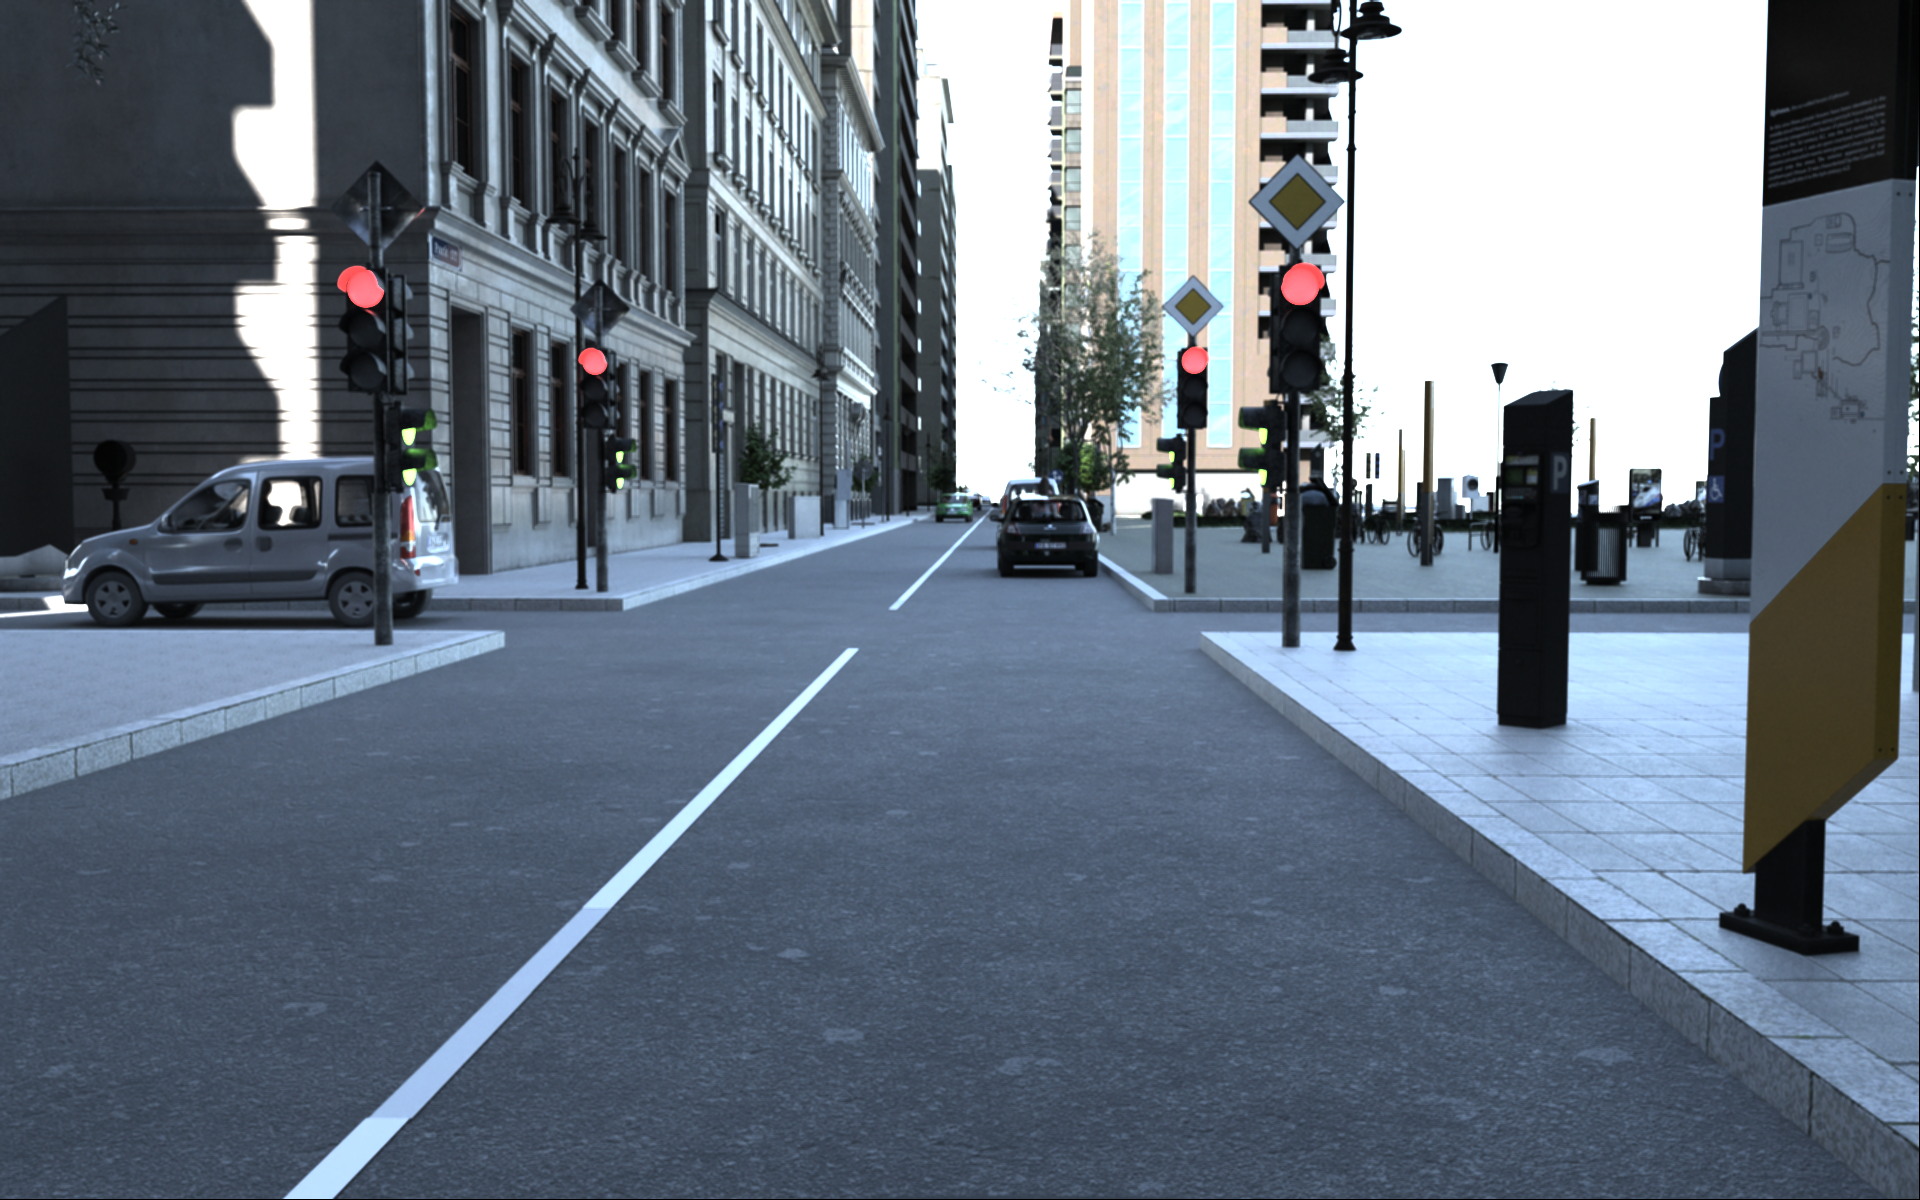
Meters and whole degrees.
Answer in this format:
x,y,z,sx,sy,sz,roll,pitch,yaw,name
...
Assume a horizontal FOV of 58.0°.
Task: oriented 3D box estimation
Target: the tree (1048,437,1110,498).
x,y,z,sx,sy,sz,roll,pitch,yaw,name
6.144,-6.534,90.545,4.285,4.588,4.351,0,3,0,tree

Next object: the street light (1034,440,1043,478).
x,y,z,sx,sy,sz,roll,pitch,yaw,name
6.655,-10.465,143.891,0.468,5.910,1.993,0,4,2,street light

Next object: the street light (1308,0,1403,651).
x,y,z,sx,sy,sz,roll,pitch,yaw,name
3.166,-2.525,14.076,0.468,5.910,1.993,0,4,2,street light

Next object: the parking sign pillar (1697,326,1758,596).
x,y,z,sx,sy,sz,roll,pitch,yaw,name
10.321,-2.067,22.271,1.447,3.967,1.447,-1,4,-10,parking sign pillar

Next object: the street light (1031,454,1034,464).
x,y,z,sx,sy,sz,roll,pitch,yaw,name
7.564,-12.264,173.303,0.468,5.910,1.993,0,4,2,street light

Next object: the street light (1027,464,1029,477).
x,y,z,sx,sy,sz,roll,pitch,yaw,name
8.161,-13.696,196.715,0.468,5.910,1.993,0,4,2,street light

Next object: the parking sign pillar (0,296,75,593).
x,y,z,sx,sy,sz,roll,pitch,yaw,name
-12.593,-2.121,23.147,1.447,3.967,1.447,2,4,27,parking sign pillar

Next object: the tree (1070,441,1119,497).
x,y,z,sx,sy,sz,roll,pitch,yaw,name
4.569,-4.074,61.214,1.663,3.219,1.824,0,3,0,tree

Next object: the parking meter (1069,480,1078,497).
x,y,z,sx,sy,sz,roll,pitch,yaw,name
4.750,-4.086,72.510,0.255,1.863,0.399,2,4,30,parking meter

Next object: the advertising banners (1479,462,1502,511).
x,y,z,sx,sy,sz,roll,pitch,yaw,name
28.872,-6.007,94.406,2.074,3.025,0.090,3,4,37,advertising banners

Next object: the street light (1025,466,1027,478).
x,y,z,sx,sy,sz,roll,pitch,yaw,name
8.910,-15.495,226.131,0.468,5.910,1.993,0,4,2,street light

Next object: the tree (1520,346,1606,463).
x,y,z,sx,sy,sz,roll,pitch,yaw,name
30.008,-8.369,87.189,4.360,8.622,3.978,0,3,0,tree

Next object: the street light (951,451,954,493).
x,y,z,sx,sy,sz,roll,pitch,yaw,name
-0.823,-12.840,182.716,0.468,5.910,1.993,0,4,2,street light

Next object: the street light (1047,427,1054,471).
x,y,z,sx,sy,sz,roll,pitch,yaw,name
5.949,-8.630,113.883,0.468,5.910,1.993,0,4,2,street light

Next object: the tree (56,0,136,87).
x,y,z,sx,sy,sz,roll,pitch,yaw,name
-6.154,-5.951,7.670,12.009,13.543,11.850,0,3,0,tree

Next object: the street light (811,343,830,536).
x,y,z,sx,sy,sz,roll,pitch,yaw,name
-4.258,-4.912,53.092,0.468,5.910,1.993,0,4,2,street light

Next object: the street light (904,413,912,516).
x,y,z,sx,sy,sz,roll,pitch,yaw,name
-3.003,-7.744,99.407,0.468,5.910,1.993,0,4,2,street light

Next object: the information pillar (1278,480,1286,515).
x,y,z,sx,sy,sz,roll,pitch,yaw,name
16.608,-5.192,89.374,0.304,2.012,0.304,2,4,26,information pillar

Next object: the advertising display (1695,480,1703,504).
x,y,z,sx,sy,sz,roll,pitch,yaw,name
34.163,-4.566,79.869,0.974,1.923,0.123,-3,5,-41,advertising display

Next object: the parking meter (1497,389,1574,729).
x,y,z,sx,sy,sz,roll,pitch,yaw,name
3.181,-0.237,9.582,0.399,1.863,0.255,-3,5,-45,parking meter

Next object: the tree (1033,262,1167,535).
x,y,z,sx,sy,sz,roll,pitch,yaw,name
4.630,-6.352,54.215,4.737,8.622,4.395,0,3,0,tree

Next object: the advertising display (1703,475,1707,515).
x,y,z,sx,sy,sz,roll,pitch,yaw,name
23.651,-2.990,54.105,0.123,1.923,0.974,-1,4,-13,advertising display

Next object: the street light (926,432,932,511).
x,y,z,sx,sy,sz,roll,pitch,yaw,name
-2.341,-9.544,128.825,0.468,5.910,1.993,0,4,2,street light

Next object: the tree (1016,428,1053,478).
x,y,z,sx,sy,sz,roll,pitch,yaw,name
8.272,-14.397,185.760,4.360,8.622,3.978,0,3,0,tree

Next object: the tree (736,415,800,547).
x,y,z,sx,sy,sz,roll,pitch,yaw,name
-5.015,-2.924,42.417,1.663,3.219,1.824,0,3,0,tree

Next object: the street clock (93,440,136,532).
x,y,z,sx,sy,sz,roll,pitch,yaw,name
-11.347,-1.145,23.299,0.471,2.002,0.358,0,4,5,street clock

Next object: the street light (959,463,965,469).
x,y,z,sx,sy,sz,roll,pitch,yaw,name
0.017,-14.639,212.129,0.468,5.910,1.993,0,4,2,street light

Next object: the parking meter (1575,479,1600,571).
x,y,z,sx,sy,sz,roll,pitch,yaw,name
10.495,-1.257,28.971,0.372,1.533,0.369,0,3,0,parking meter

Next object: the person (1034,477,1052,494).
x,y,z,sx,sy,sz,roll,pitch,yaw,name
1.977,-1.941,40.238,0.555,1.821,0.388,0,4,-1,person

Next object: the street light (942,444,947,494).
x,y,z,sx,sy,sz,roll,pitch,yaw,name
-1.425,-11.363,158.568,0.468,5.910,1.993,0,4,2,street light

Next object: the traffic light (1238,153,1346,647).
x,y,z,sx,sy,sz,roll,pitch,yaw,name
2.766,-1.561,14.451,0.839,4.253,0.868,0,4,2,traffic light

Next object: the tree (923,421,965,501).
x,y,z,sx,sy,sz,roll,pitch,yaw,name
-1.928,-13.562,172.102,4.360,8.622,3.978,0,3,0,tree

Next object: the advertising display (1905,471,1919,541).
x,y,z,sx,sy,sz,roll,pitch,yaw,name
26.224,-2.608,47.858,0.123,1.923,0.974,-1,4,-13,advertising display

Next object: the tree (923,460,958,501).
x,y,z,sx,sy,sz,roll,pitch,yaw,name
-1.880,-11.198,166.807,4.285,4.588,4.351,0,3,0,tree

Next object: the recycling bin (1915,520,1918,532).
x,y,z,sx,sy,sz,roll,pitch,yaw,name
32.690,-2.868,59.448,0.722,1.027,0.722,3,5,42,recycling bin

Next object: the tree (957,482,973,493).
x,y,z,sx,sy,sz,roll,pitch,yaw,name
0.757,-15.425,246.793,1.663,3.219,1.824,0,3,0,tree

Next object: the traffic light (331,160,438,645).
x,y,z,sx,sy,sz,roll,pitch,yaw,name
-4.893,-1.573,14.641,0.839,4.253,0.868,0,4,2,traffic light

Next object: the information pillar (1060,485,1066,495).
x,y,z,sx,sy,sz,roll,pitch,yaw,name
5.702,-5.602,96.081,0.304,2.012,0.304,-1,4,-9,information pillar

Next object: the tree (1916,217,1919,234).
x,y,z,sx,sy,sz,roll,pitch,yaw,name
23.568,-5.552,41.146,4.737,8.622,4.395,0,3,0,tree

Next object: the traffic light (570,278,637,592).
x,y,z,sx,sy,sz,roll,pitch,yaw,name
-4.678,-2.061,22.623,0.839,4.253,0.868,0,4,2,traffic light

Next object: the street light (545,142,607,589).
x,y,z,sx,sy,sz,roll,pitch,yaw,name
-5.118,-3.087,23.265,0.468,5.910,1.993,0,4,2,street light

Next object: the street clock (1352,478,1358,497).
x,y,z,sx,sy,sz,roll,pitch,yaw,name
17.612,-4.477,77.774,0.358,2.002,0.471,-3,5,-41,street clock

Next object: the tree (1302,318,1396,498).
x,y,z,sx,sy,sz,roll,pitch,yaw,name
16.149,-7.527,73.427,4.737,8.622,4.395,0,3,0,tree

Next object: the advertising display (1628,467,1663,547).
x,y,z,sx,sy,sz,roll,pitch,yaw,name
16.606,-2.250,41.996,0.974,1.923,0.123,-1,4,-23,advertising display

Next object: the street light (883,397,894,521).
x,y,z,sx,sy,sz,roll,pitch,yaw,name
-3.446,-6.714,82.565,0.468,5.910,1.993,0,4,2,street light

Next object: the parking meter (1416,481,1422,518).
x,y,z,sx,sy,sz,roll,pitch,yaw,name
21.055,-4.505,79.374,0.255,1.863,0.399,2,4,28,parking meter

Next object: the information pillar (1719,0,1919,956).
x,y,z,sx,sy,sz,roll,pitch,yaw,name
2.410,-0.823,4.806,0.183,3.616,0.504,-1,4,-17,information pillar

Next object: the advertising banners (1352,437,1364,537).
x,y,z,sx,sy,sz,roll,pitch,yaw,name
12.053,-3.457,52.706,0.090,3.025,2.074,0,4,3,advertising banners

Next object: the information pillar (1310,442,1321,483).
x,y,z,sx,sy,sz,roll,pitch,yaw,name
16.054,-5.309,78.159,0.504,3.616,0.183,0,4,-8,information pillar

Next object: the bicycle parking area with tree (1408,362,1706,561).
x,y,z,sx,sy,sz,roll,pitch,yaw,name
14.068,-3.030,36.539,8.231,4.147,9.016,3,5,44,bicycle parking area with tree

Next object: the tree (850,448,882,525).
x,y,z,sx,sy,sz,roll,pitch,yaw,name
-4.118,-4.797,73.026,1.663,3.219,1.824,0,3,0,tree

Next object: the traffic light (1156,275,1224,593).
x,y,z,sx,sy,sz,roll,pitch,yaw,name
2.981,-2.050,22.433,0.839,4.253,0.868,0,4,2,traffic light

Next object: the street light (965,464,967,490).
x,y,z,sx,sy,sz,roll,pitch,yaw,name
0.802,-16.438,241.544,0.468,5.910,1.993,0,4,2,street light

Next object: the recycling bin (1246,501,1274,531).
x,y,z,sx,sy,sz,roll,pitch,yaw,name
10.393,-2.897,59.917,0.722,1.027,0.722,-2,4,-26,recycling bin

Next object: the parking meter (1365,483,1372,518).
x,y,z,sx,sy,sz,roll,pitch,yaw,name
21.648,-5.267,91.823,0.255,1.863,0.399,-1,4,-15,parking meter

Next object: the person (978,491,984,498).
x,y,z,sx,sy,sz,roll,pitch,yaw,name
2.341,-12.932,219.956,1.348,1.821,0.705,1,4,12,person
